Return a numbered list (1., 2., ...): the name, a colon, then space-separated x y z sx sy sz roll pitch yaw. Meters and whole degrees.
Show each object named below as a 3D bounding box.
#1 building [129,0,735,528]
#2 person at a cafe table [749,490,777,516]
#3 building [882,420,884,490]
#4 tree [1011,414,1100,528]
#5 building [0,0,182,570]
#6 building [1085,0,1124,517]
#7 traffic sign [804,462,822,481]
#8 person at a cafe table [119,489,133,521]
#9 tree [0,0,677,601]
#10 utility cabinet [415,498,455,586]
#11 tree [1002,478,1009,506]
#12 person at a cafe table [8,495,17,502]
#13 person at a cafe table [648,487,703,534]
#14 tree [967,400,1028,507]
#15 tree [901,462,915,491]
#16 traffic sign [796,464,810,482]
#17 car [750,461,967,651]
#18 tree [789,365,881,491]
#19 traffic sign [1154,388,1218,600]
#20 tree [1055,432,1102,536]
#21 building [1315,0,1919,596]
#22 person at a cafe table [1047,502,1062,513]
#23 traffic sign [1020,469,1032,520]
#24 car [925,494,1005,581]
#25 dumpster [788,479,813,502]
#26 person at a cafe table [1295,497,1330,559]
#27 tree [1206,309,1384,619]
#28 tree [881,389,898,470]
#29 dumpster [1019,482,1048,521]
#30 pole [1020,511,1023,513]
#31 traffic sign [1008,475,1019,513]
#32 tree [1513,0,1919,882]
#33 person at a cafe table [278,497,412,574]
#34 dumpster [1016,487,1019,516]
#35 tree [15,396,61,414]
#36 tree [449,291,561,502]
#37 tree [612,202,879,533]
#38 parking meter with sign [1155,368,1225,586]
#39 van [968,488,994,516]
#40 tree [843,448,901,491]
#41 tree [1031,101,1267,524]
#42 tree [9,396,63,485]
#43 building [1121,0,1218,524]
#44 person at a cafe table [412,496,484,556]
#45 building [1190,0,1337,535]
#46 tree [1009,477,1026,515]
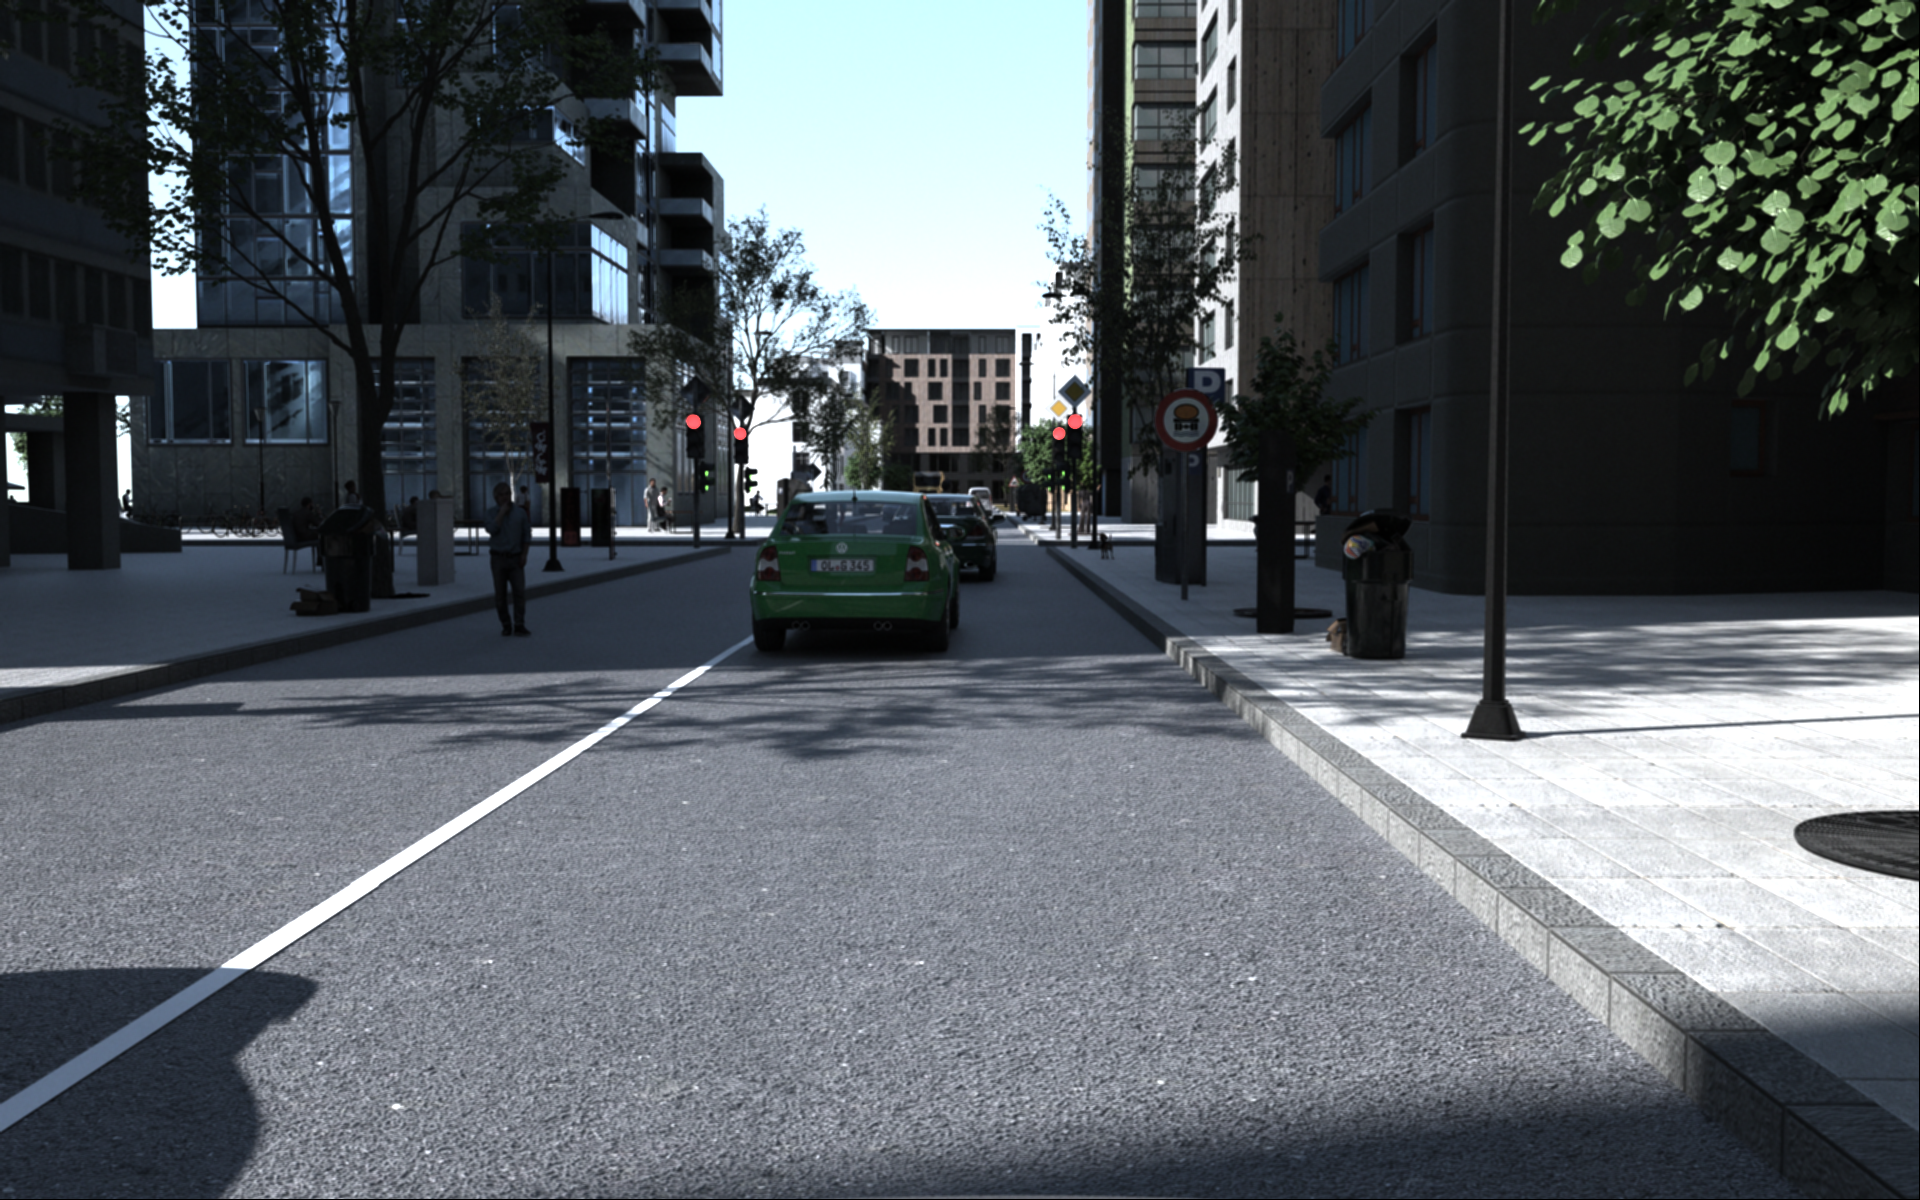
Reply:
1. building: -21.931 -46.867 78.952 22.319 86.520 31.000 0 4 1
2. person at a cafe table: -11.435 -5.609 100.223 1.622 1.524 1.698 2 4 31
3. building: -22.757 -15.385 193.685 28.070 9.664 9.099 0 4 1
4. tree: 3.679 -5.011 65.641 4.285 4.588 4.351 0 3 0
5. building: -25.776 -20.259 23.111 23.993 40.220 32.217 0 4 1
6. building: 14.893 -27.726 103.423 14.600 45.320 14.200 0 4 1
7. traffic sign: -6.147 -4.425 72.089 0.795 2.593 0.064 1 4 9
8. person at a cafe table: -39.687 -4.577 83.354 1.698 1.524 1.622 3 5 43
9. tree: -7.237 -5.838 21.199 9.928 11.665 9.643 0 3 0
10. utility cabinet: -7.494 -0.830 24.735 0.306 1.237 1.020 0 4 -3
11. tree: 5.108 -11.839 188.174 1.663 3.219 1.824 0 3 0
12. person at a cafe table: -42.641 -4.105 77.983 1.698 1.238 1.726 -1 4 -21
13. person at a cafe table: -9.338 -2.936 56.514 1.622 1.524 1.698 -1 4 -17
14. tree: 4.220 -14.488 171.292 7.601 10.594 8.767 0 4 0
15. tree: -5.727 -10.859 161.257 4.285 4.588 4.351 0 3 0
16. traffic sign: -6.556 -4.461 73.036 0.768 2.556 0.104 0 4 3
17. car: -0.934 -0.513 17.176 1.959 1.807 4.718 0 4 2
18. tree: -7.212 -8.911 96.052 4.737 8.622 4.395 0 3 0
19. traffic sign: 2.728 -1.275 20.960 0.768 2.556 0.104 0 4 4
20. tree: 3.925 -3.639 54.101 1.663 3.219 1.824 0 3 0
21. building: 19.993 -10.432 15.597 27.650 21.520 28.899 0 4 1
22. person at a cafe table: 5.769 -6.432 116.022 1.726 1.238 1.698 -1 4 -14
23. traffic sign: 3.404 -5.316 87.026 0.768 2.556 0.104 1 4 9
24. car: -0.291 -1.113 29.996 2.131 1.459 4.920 0 4 2
25. dumpster: -6.387 -3.735 66.825 1.264 1.857 1.865 0 4 1
26. person at a cafe table: 6.961 -1.458 34.695 1.726 1.238 1.698 1 4 14
27. tree: 3.323 -1.450 18.305 1.663 3.219 1.824 0 3 0
28. tree: -6.276 -10.124 115.896 4.737 8.622 4.395 0 3 0
29. dumpster: 3.582 -4.689 82.431 1.264 1.857 1.865 0 4 1
30. pole: 4.097 -7.375 114.429 0.158 3.312 0.155 0 3 0
31. traffic sign: 3.764 -7.329 119.834 0.884 2.594 0.081 0 4 6
32. tree: 3.794 -1.359 5.931 4.285 4.588 4.351 0 3 0
33. person at a cafe table: -10.196 -1.065 28.269 1.726 1.238 1.698 -3 5 -43
34. dumpster: 3.876 -5.766 100.031 1.264 1.857 1.865 0 4 0
35. tree: -37.961 -7.482 72.685 4.737 8.622 4.395 0 3 0
36. tree: -16.169 -6.852 62.396 4.360 8.622 3.978 0 3 0
37. tree: -7.099 -7.428 55.863 8.767 10.594 7.601 -3 4 -37
38. parking meter with sign: 3.220 -1.747 24.816 0.543 3.016 1.738 -1 4 -12
39. van: 1.236 -6.447 112.424 2.013 2.044 4.112 0 4 -1
40. tree: -6.844 -8.550 123.506 4.285 4.588 4.351 0 3 0
41. tree: 3.489 -4.983 31.830 4.360 8.622 3.978 0 3 0
42. tree: -28.909 -4.415 55.904 4.285 4.588 4.351 0 3 0
43. building: 14.337 -24.174 78.838 14.154 41.232 14.086 0 4 1
44. person at a cafe table: -10.977 -1.563 36.413 1.726 1.238 1.698 -2 4 -24
45. building: 15.521 -17.455 57.096 14.107 30.474 14.160 0 4 1
46. tree: 4.302 -6.900 107.413 1.663 3.219 1.824 0 3 0
